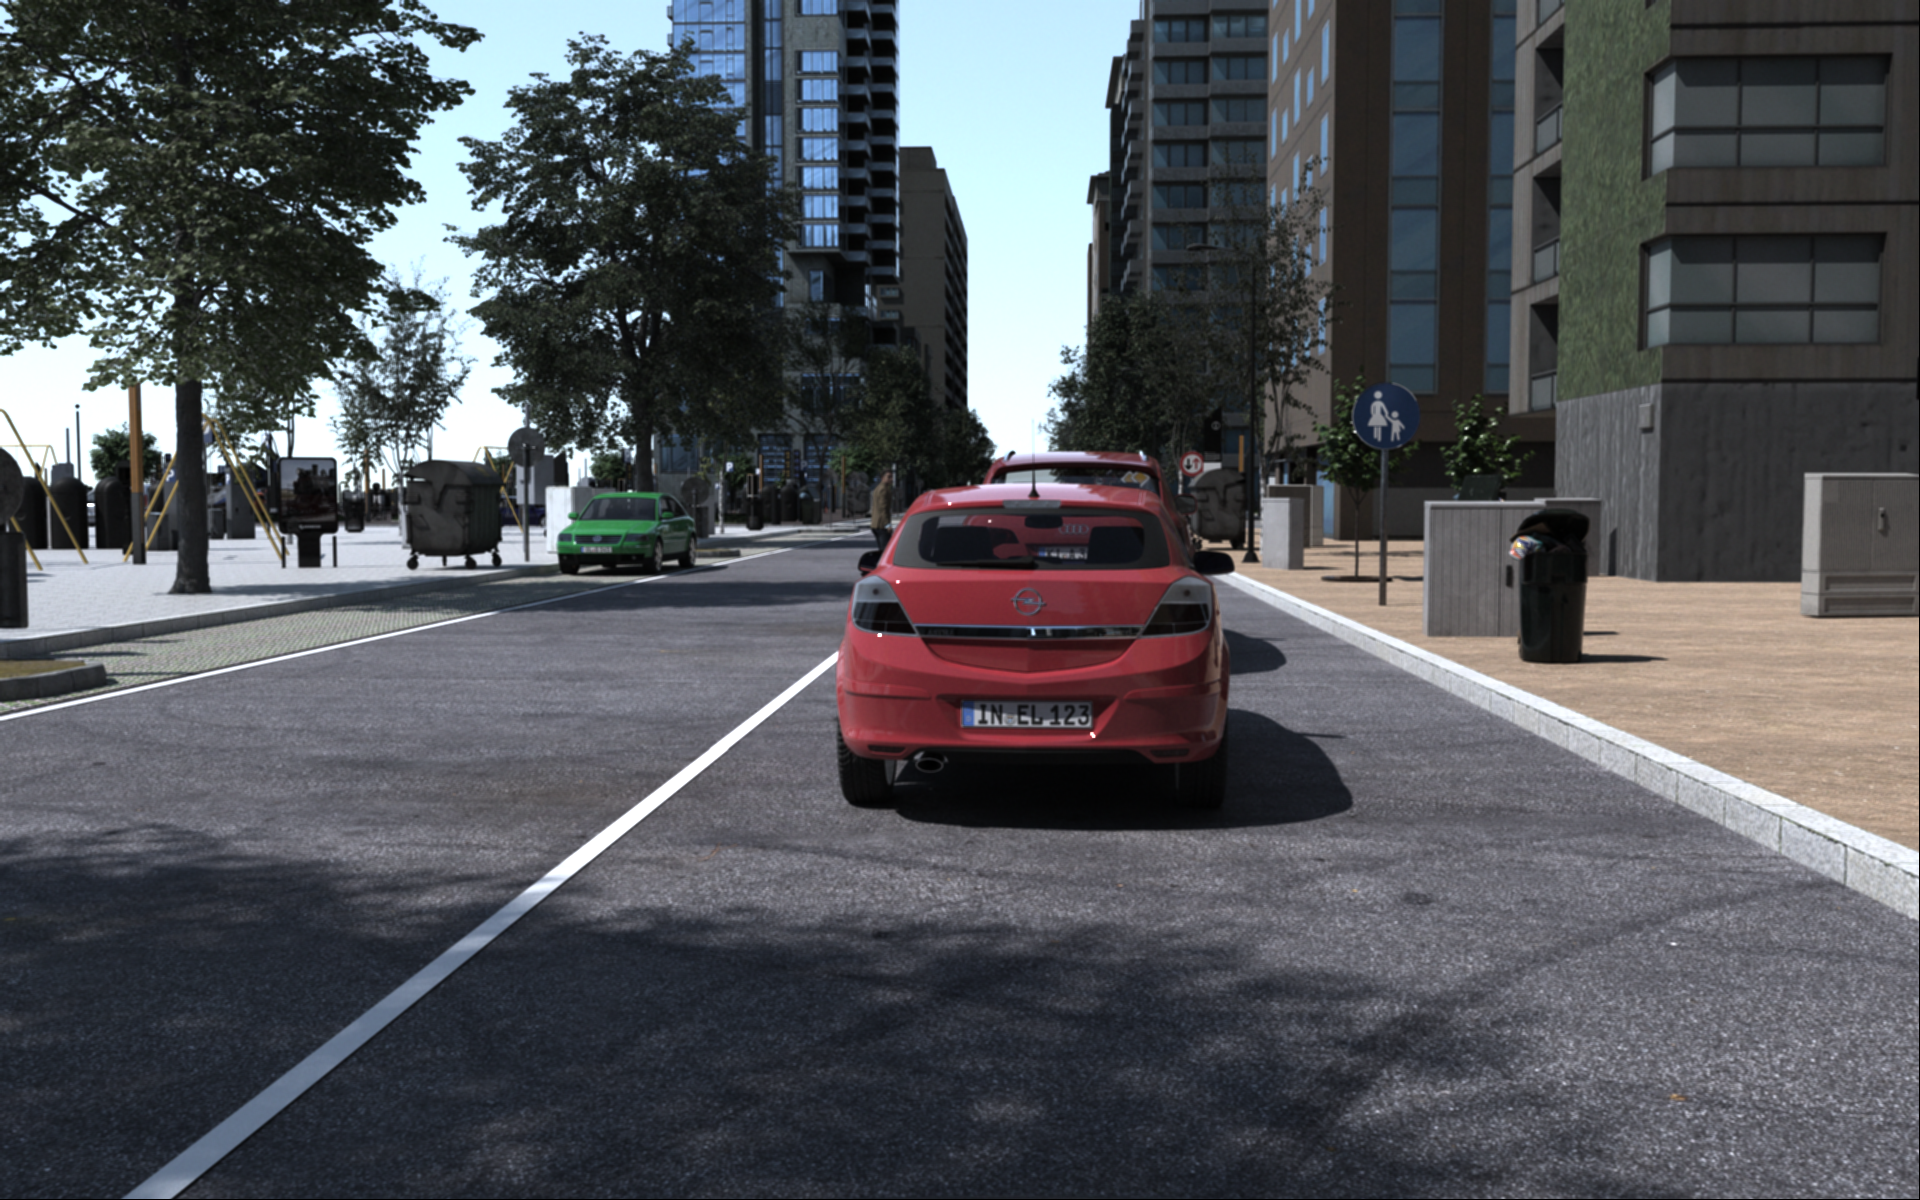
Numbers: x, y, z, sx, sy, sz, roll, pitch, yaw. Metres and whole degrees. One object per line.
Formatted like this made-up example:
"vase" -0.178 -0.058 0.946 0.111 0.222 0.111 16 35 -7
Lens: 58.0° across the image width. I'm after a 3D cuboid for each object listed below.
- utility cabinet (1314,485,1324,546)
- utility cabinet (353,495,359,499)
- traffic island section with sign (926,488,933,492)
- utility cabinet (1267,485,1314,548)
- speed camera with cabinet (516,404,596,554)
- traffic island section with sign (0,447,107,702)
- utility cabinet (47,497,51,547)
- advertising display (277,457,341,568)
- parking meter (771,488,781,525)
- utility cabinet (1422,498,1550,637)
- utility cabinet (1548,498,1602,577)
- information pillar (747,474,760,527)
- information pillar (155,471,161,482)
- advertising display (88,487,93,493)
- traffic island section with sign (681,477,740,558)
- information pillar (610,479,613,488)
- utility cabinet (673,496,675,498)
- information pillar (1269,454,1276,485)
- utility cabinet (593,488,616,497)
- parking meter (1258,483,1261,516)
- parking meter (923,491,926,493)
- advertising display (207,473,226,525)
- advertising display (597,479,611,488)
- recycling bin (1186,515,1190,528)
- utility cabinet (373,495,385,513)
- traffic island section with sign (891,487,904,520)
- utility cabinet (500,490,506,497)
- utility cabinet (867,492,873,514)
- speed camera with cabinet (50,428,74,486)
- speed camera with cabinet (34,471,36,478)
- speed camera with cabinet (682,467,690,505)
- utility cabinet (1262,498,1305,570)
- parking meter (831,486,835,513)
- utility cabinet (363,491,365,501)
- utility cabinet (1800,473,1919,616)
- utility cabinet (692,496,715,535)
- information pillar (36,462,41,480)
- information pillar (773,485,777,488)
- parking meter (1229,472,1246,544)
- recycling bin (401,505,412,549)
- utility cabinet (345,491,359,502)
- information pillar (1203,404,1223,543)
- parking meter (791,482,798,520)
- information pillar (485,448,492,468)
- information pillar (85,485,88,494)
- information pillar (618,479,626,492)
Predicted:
"utility cabinet" 8.574 -2.060 42.354 0.318 1.500 1.173 0 4 -6
"utility cabinet" -42.701 -6.814 122.575 0.306 1.237 1.020 -2 4 -34
"traffic island section with sign" -2.045 -6.935 122.022 1.989 1.847 2.006 0 4 3
"utility cabinet" 7.634 -1.945 40.485 1.173 1.500 0.318 -2 4 -23
"speed camera with cabinet" -8.822 -2.651 37.675 2.038 3.252 0.660 3 5 40
"traffic island section with sign" -7.392 -0.236 12.486 1.989 1.847 2.006 0 4 3
"utility cabinet" -22.156 -1.890 42.061 1.020 1.237 0.306 2 4 26
"advertising display" -11.376 -1.530 30.230 0.974 1.923 0.123 -2 4 -29
"parking meter" -7.639 -3.885 71.928 0.372 1.533 0.369 0 3 0
"utility cabinet" 4.728 -0.274 15.635 1.020 1.237 0.306 0 4 4
"utility cabinet" 9.410 -0.958 26.825 1.020 1.237 0.306 -1 4 -17
"information pillar" -7.659 -3.647 64.115 0.304 2.012 0.304 -3 5 -43
"information pillar" -60.796 -8.562 131.335 0.504 3.616 0.183 1 4 23
"advertising display" -75.252 -8.812 149.290 0.974 1.923 0.123 -1 4 -13
"traffic island section with sign" -6.069 -1.883 39.409 1.989 1.847 2.006 0 4 3
"information pillar" -16.975 -4.852 83.830 0.304 2.012 0.304 0 4 -7
"utility cabinet" -10.588 -3.164 62.890 0.306 1.237 1.020 0 4 3
"information pillar" 15.266 -5.679 84.205 0.504 3.616 0.183 2 4 28
"utility cabinet" -13.226 -3.380 63.938 0.318 1.500 1.173 2 4 31
"parking meter" 15.649 -5.140 89.745 0.399 1.863 0.255 1 4 16
"parking meter" -3.011 -8.542 148.066 0.372 1.533 0.369 0 3 0
"advertising display" -22.705 -2.918 52.930 0.123 1.923 0.974 3 5 43
"advertising display" -15.588 -4.323 75.896 0.123 1.923 0.974 1 4 19
"recycling bin" 8.339 -3.176 64.481 0.722 1.027 0.722 1 4 18
"utility cabinet" -40.490 -6.701 120.716 1.020 1.237 0.306 3 5 42
"traffic island section with sign" -3.365 -5.289 95.099 1.989 1.847 2.006 0 4 3
"utility cabinet" -24.387 -5.147 92.828 0.318 1.500 1.173 0 4 -2
"utility cabinet" -6.037 -6.156 109.337 1.173 1.500 0.318 2 4 25
"speed camera with cabinet" -27.084 -3.541 52.236 0.660 3.252 2.038 -2 4 -27
"speed camera with cabinet" -63.892 -7.629 119.066 0.660 3.252 2.038 -3 4 -39
"speed camera with cabinet" -19.597 -8.104 126.831 0.660 3.252 2.038 2 4 25
"utility cabinet" 5.539 -1.133 29.683 0.306 1.237 1.020 -1 4 -17
"parking meter" -8.772 -6.960 119.500 0.255 1.863 0.399 -1 4 -16
"utility cabinet" -47.400 -7.920 138.174 0.318 1.500 1.173 -1 4 -13
"utility cabinet" 9.416 -0.574 18.056 1.173 1.500 0.318 -1 4 -9
"utility cabinet" -8.096 -2.660 54.649 0.306 1.237 1.020 1 4 20
"information pillar" -66.717 -8.201 125.435 0.183 3.616 0.504 0 4 5
"information pillar" -15.404 -8.540 144.114 0.304 2.012 0.304 0 4 1
"parking meter" 7.179 -2.391 44.807 0.399 1.863 0.255 -2 4 -30
"recycling bin" -12.666 -1.729 40.826 0.722 1.027 0.722 1 4 14
"utility cabinet" -51.323 -8.417 146.299 1.173 1.500 0.318 -1 4 -14
"information pillar" 6.627 -3.303 45.362 0.504 3.616 0.183 1 4 19
"parking meter" -8.162 -4.874 85.397 0.255 1.863 0.399 -2 4 -25
"information pillar" -23.271 -5.757 85.475 0.504 3.616 0.183 3 5 42
"information pillar" -69.523 -8.146 137.684 0.304 2.012 0.304 3 5 44
"information pillar" -16.442 -4.891 84.456 0.304 2.012 0.304 1 4 17
